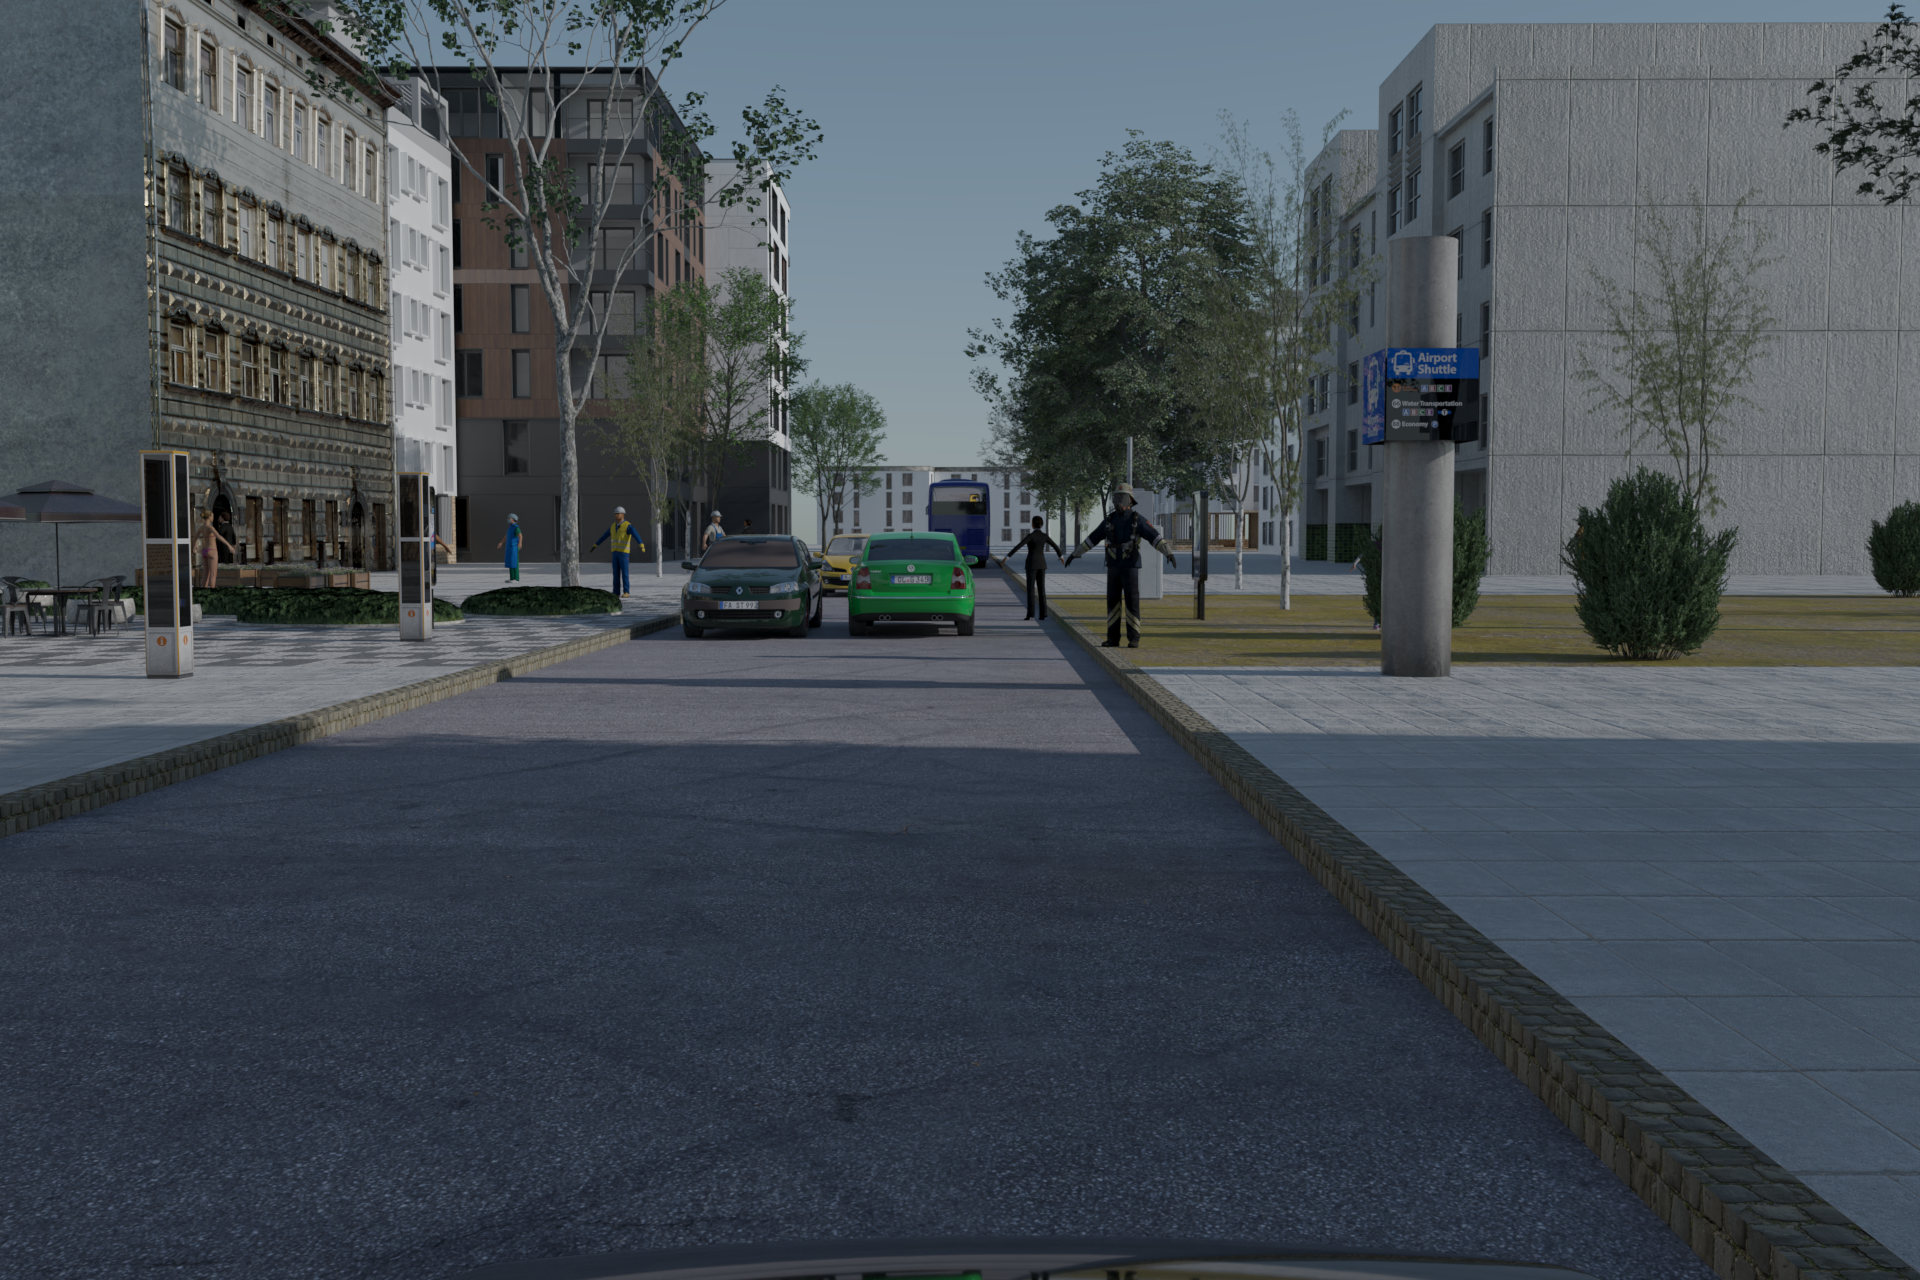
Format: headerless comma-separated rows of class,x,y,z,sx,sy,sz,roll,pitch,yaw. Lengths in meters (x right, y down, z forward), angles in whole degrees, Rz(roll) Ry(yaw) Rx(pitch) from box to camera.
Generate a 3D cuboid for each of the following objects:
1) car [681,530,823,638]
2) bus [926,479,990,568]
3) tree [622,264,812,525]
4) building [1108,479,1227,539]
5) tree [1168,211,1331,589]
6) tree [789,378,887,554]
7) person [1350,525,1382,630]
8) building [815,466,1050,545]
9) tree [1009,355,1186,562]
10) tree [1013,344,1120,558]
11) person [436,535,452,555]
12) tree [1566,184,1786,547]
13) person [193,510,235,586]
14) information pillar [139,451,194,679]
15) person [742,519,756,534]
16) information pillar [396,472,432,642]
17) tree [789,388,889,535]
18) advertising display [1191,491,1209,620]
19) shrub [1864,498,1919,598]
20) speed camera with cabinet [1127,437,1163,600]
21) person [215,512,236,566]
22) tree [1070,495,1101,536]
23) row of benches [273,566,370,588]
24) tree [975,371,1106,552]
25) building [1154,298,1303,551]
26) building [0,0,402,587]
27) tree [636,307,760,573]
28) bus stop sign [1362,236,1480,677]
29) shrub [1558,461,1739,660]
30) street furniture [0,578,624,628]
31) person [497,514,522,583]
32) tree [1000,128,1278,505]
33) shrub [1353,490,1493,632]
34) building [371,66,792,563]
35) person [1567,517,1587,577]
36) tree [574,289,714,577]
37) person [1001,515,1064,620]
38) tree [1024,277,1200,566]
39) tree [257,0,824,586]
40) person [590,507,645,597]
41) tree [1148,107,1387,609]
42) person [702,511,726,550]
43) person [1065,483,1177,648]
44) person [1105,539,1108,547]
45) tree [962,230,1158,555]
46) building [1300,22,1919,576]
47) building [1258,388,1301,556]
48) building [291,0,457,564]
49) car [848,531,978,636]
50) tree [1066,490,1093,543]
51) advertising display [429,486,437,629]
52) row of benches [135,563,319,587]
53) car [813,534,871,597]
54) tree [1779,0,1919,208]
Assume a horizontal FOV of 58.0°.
car,-2.969,-0.944,25.215,2.009,1.686,4.222,0,4,0
bus,-0.110,-5.187,76.357,2.896,3.916,12.251,0,4,-1
tree,-9.267,-8.596,66.296,9.928,11.665,9.643,0,3,0
building,20.811,-14.377,177.203,9.099,9.664,28.070,0,3,0
tree,6.421,-5.482,39.988,4.360,8.622,3.978,0,3,0
tree,-8.845,-11.512,113.979,9.928,11.665,9.643,0,3,0
person,5.717,-0.855,23.239,0.991,1.433,0.599,0,4,-1
building,-3.083,-16.431,213.246,28.070,9.664,9.099,0,4,7
tree,6.769,-8.925,80.335,8.767,10.594,7.601,-1,4,-21
tree,6.498,-10.582,91.145,7.486,12.596,7.792,0,3,0
person,-9.492,-1.507,30.788,0.704,1.843,1.345,1,4,15
tree,15.437,-5.227,35.824,4.360,8.622,3.978,0,3,0
person,-14.358,-1.620,33.283,1.217,1.733,0.721,2,4,32
information pillar,-7.048,-0.667,15.397,0.304,2.012,0.304,0,4,0
person,-6.566,-2.834,53.050,0.721,1.740,1.216,2,4,29
information pillar,-6.512,-0.990,20.671,0.304,2.012,0.304,0,4,1
tree,-8.830,-12.079,123.249,9.928,11.665,9.643,0,3,0
advertising display,3.615,-1.279,26.120,0.123,1.923,0.974,0,4,1
shrub,19.242,-1.876,35.084,1.690,2.028,1.600,0,3,0
speed camera with cabinet,3.659,-2.469,34.709,0.660,3.252,2.038,0,4,-1
person,-17.798,-2.184,41.896,0.705,1.806,1.347,0,4,3
tree,15.549,-16.148,214.375,4.737,8.622,4.395,0,3,0
row of benches,-11.752,-1.009,31.960,1.422,0.672,4.104,0,4,-4
tree,6.201,-13.026,123.348,12.009,13.543,11.850,0,3,0
building,21.659,-17.712,146.015,16.016,20.090,11.380,0,4,1
building,-28.799,-13.431,50.523,19.493,23.208,18.063,0,4,0
tree,-9.092,-6.503,56.682,4.360,8.622,3.978,0,3,0
bus stop sign,4.155,-1.631,15.684,0.837,3.901,0.837,0,4,0
shrub,7.050,-0.816,17.764,1.690,2.028,1.600,0,3,0
street furniture,-10.529,-0.677,26.694,10.072,0.657,5.734,0,4,3
person,-11.776,-2.408,45.502,0.704,1.817,1.347,-3,4,-39
tree,5.962,-9.155,56.346,9.857,13.997,8.962,0,3,0
shrub,5.756,-1.069,21.517,1.661,2.075,1.752,0,3,0
building,-24.352,-15.189,92.308,27.936,21.610,32.646,0,4,-1
person,18.634,-2.822,51.916,1.354,1.858,0.705,-3,5,-42
tree,-8.748,-6.180,51.405,4.360,8.622,3.978,0,3,0
person,1.226,-1.201,28.809,1.216,1.740,0.721,-2,4,-29
tree,6.326,-8.820,69.967,9.928,11.665,9.643,0,3,0
tree,-8.593,-11.124,37.772,12.611,20.169,13.585,0,3,0
person,-6.913,-1.786,35.163,1.349,1.833,0.705,2,4,26
tree,5.773,-4.830,29.331,4.360,8.622,3.978,0,3,0
person,-5.945,-2.231,42.339,0.705,1.847,1.347,2,4,26
person,1.838,-0.846,19.609,1.354,1.856,0.705,2,4,28
person,4.755,-2.861,52.970,0.705,1.806,1.347,-2,4,-27
tree,6.037,-15.388,107.483,12.611,20.169,13.585,0,3,0
building,24.888,-12.372,68.735,16.747,18.905,31.486,0,4,1
building,23.821,-9.599,99.093,9.099,9.664,28.070,0,4,0
building,-27.021,-12.600,62.424,16.016,20.090,11.380,0,4,0
car,-0.700,-1.036,25.732,1.959,1.807,4.718,0,4,-1
tree,14.418,-15.777,208.308,4.737,8.622,4.395,0,3,0
advertising display,-7.143,-1.083,22.923,0.123,1.923,0.974,0,4,1
row of benches,-15.426,-1.295,36.633,4.104,0.672,1.422,1,4,12
car,-2.417,-1.875,40.885,2.015,1.641,3.980,0,3,0
tree,6.602,-4.477,7.608,8.767,10.594,7.601,2,4,35
